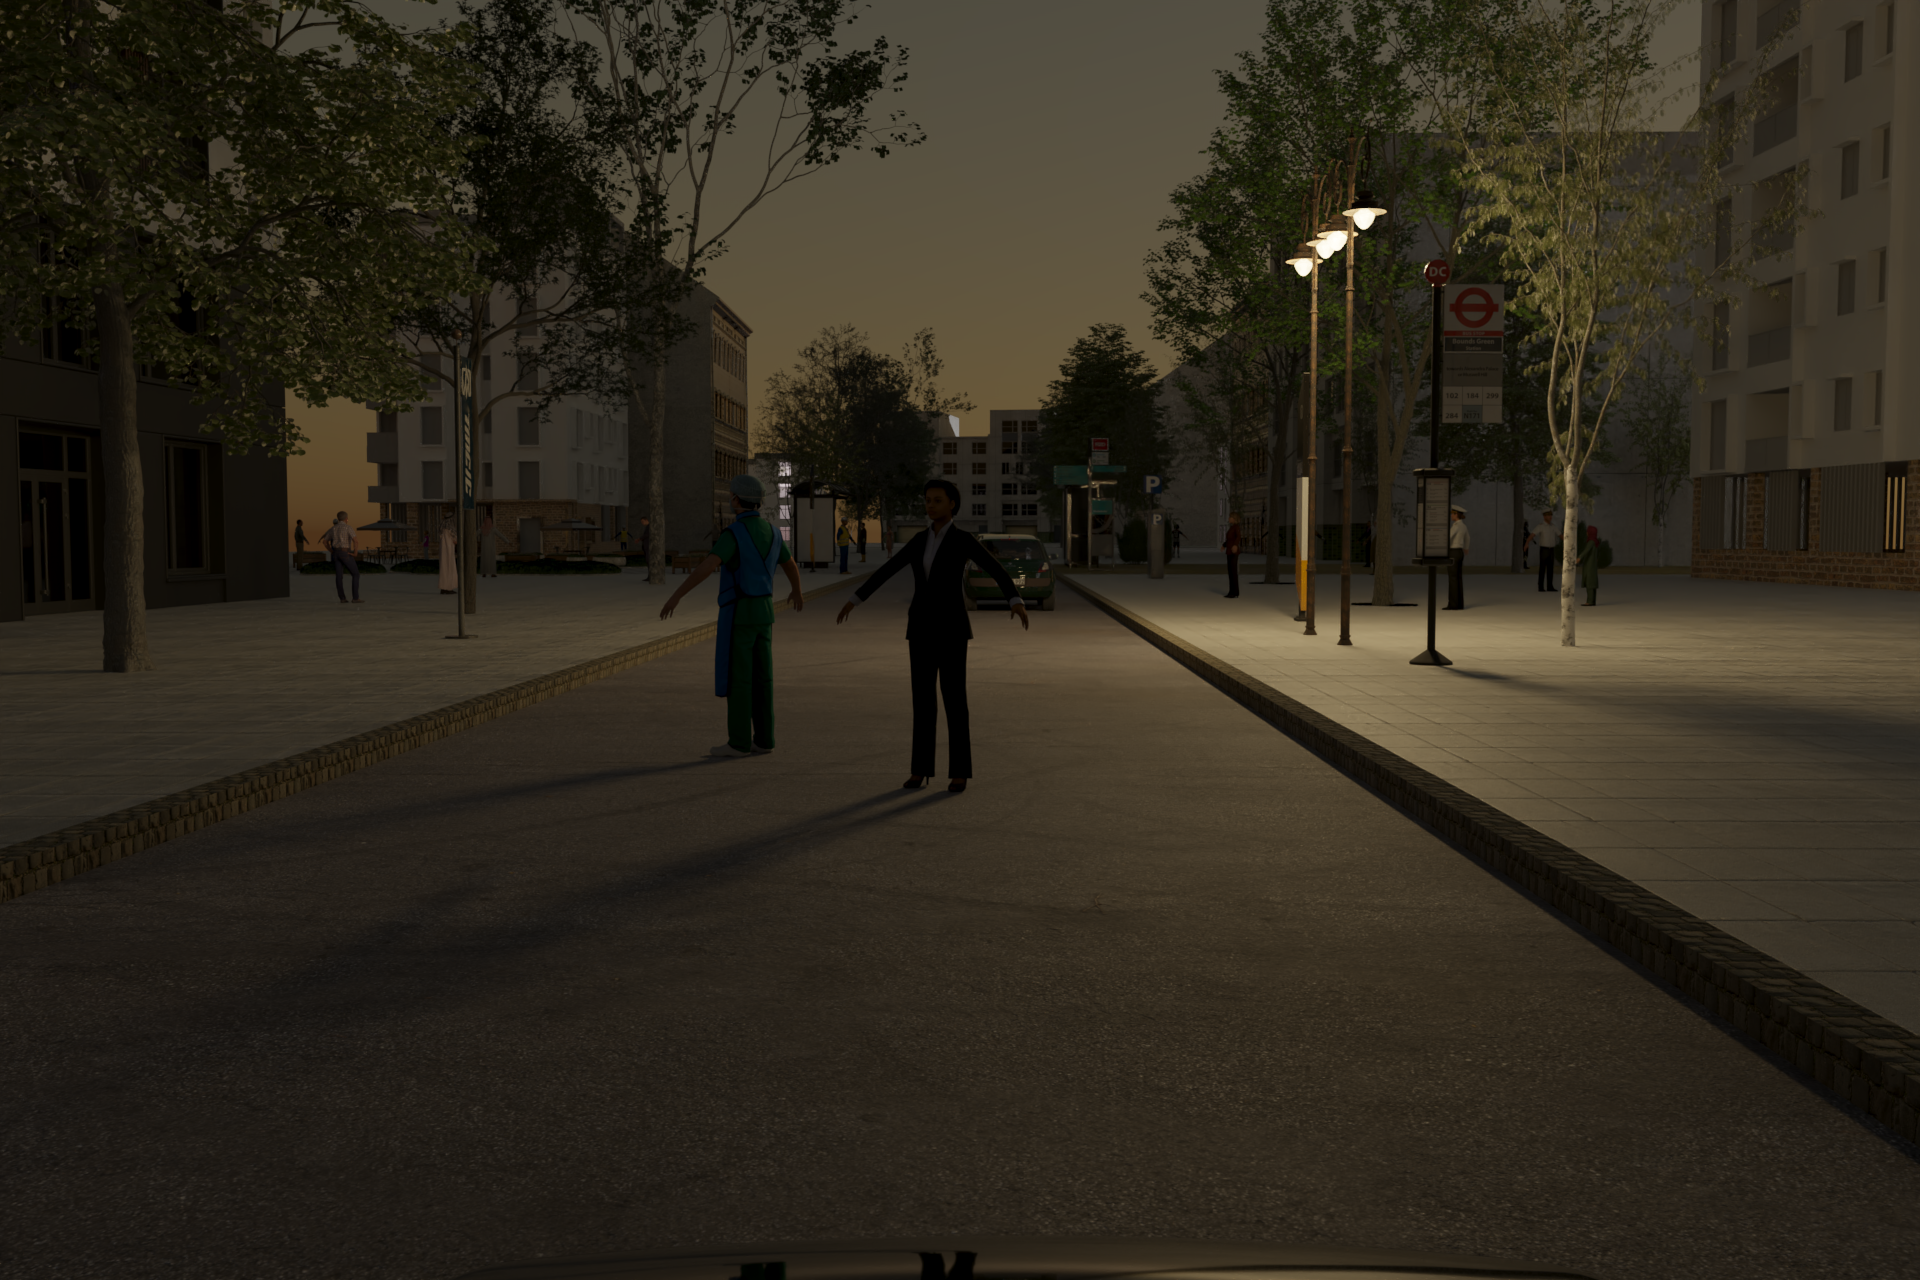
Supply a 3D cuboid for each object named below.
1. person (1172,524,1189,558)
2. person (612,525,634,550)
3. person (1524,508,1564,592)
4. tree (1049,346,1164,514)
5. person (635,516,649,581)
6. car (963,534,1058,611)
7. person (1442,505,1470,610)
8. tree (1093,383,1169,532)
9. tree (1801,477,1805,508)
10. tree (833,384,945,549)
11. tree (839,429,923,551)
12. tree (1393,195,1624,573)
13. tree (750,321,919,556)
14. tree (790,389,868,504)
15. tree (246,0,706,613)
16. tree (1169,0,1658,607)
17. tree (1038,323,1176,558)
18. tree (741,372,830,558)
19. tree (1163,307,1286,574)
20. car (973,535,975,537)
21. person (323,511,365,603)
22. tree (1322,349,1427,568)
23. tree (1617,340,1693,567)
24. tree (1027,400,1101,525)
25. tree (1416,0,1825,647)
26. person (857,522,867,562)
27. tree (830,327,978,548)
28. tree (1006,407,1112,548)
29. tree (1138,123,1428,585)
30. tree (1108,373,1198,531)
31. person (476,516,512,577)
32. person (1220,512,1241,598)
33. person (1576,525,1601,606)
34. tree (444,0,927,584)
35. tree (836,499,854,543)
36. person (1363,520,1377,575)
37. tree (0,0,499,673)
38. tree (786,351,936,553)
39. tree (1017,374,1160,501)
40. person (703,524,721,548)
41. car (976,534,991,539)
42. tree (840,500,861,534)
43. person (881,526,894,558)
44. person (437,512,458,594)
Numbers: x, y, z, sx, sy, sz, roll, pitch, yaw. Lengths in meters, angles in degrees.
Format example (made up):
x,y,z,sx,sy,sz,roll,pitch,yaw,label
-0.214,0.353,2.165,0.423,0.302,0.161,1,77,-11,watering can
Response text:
x,y,z,sx,sy,sz,roll,pitch,yaw,label
11.768,-5.383,94.149,1.345,1.843,0.704,1,4,16,person
-18.445,-5.409,94.897,1.216,1.772,0.721,-2,4,-28,person
13.069,-2.001,38.509,1.343,1.855,0.704,-1,4,-19,person
8.912,-11.392,104.383,7.486,12.596,7.792,0,3,0,tree
-8.562,-2.479,47.028,0.568,1.767,0.683,-2,4,-31,person
0.933,-1.460,33.660,2.009,1.686,4.222,0,4,0,car
8.313,-1.395,29.277,0.721,1.778,1.216,3,5,41,person
7.943,-8.233,84.969,4.360,8.622,3.978,0,3,0,tree
28.041,-6.623,58.647,4.360,8.622,3.978,0,3,0,tree
-6.073,-14.630,145.855,9.857,13.997,8.962,0,3,0,tree
-6.315,-12.244,134.606,7.601,10.594,8.767,0,4,1,tree
18.095,-8.500,57.095,7.486,12.596,7.792,0,3,0,tree
-7.272,-11.602,100.057,12.009,13.543,11.850,0,3,0,tree
-6.897,-8.486,89.113,4.737,8.622,4.395,0,3,0,tree
-7.633,-5.709,27.749,7.601,10.594,8.767,-2,4,-24,tree
7.749,-6.417,30.673,9.928,11.665,9.643,0,3,0,tree
7.663,-10.743,93.775,7.486,12.596,7.792,0,3,0,tree
-7.611,-7.821,78.234,4.360,8.622,3.978,0,3,0,tree
9.155,-6.438,55.620,4.360,8.622,3.978,0,3,0,tree
0.585,-8.299,147.695,2.014,1.417,4.499,0,4,1,car
-11.472,-1.550,32.318,0.756,1.711,0.436,2,4,26,person
15.915,-7.100,66.450,4.360,8.622,3.978,0,3,0,tree
27.309,-7.120,66.767,4.737,8.622,4.395,0,3,0,tree
9.183,-13.754,143.000,7.486,12.596,7.792,0,3,0,tree
6.716,-4.232,19.551,4.360,8.622,3.978,0,3,0,tree
-4.420,-4.420,78.398,0.704,1.812,1.346,-1,4,-15,person
-5.266,-18.503,158.411,12.611,20.169,13.585,0,3,0,tree
9.380,-15.180,158.566,12.009,13.543,11.850,0,3,0,tree
8.136,-7.230,43.973,9.928,11.665,9.643,0,3,0,tree
8.487,-7.861,78.890,4.360,8.622,3.978,0,3,0,tree
-13.988,-2.767,51.382,1.347,1.811,0.704,0,4,-3,person
5.394,-1.704,34.669,0.721,1.729,1.215,0,4,-3,person
11.188,-1.325,30.874,0.599,1.438,0.989,3,5,39,person
-7.261,-11.571,45.078,12.611,20.169,13.585,0,3,0,tree
-16.101,-18.475,252.424,4.737,8.622,4.395,0,3,0,tree
12.907,-2.885,53.938,0.721,1.736,1.217,-1,4,-17,person
-8.226,-5.971,15.751,7.486,12.596,7.792,0,3,0,tree
-6.575,-12.501,114.766,12.009,13.543,11.850,0,3,0,tree
9.059,-12.884,121.028,12.009,13.543,11.850,0,3,0,tree
-12.623,-5.099,89.498,1.348,1.813,0.705,0,4,5,person
1.593,-5.458,99.465,2.015,1.641,3.980,0,4,0,car
-14.315,-18.111,246.475,4.360,8.622,3.978,0,3,0,tree
-3.803,-5.188,91.620,0.721,1.733,1.217,-2,4,-33,person
-10.868,-1.843,36.850,0.551,1.740,0.621,3,4,36,person
